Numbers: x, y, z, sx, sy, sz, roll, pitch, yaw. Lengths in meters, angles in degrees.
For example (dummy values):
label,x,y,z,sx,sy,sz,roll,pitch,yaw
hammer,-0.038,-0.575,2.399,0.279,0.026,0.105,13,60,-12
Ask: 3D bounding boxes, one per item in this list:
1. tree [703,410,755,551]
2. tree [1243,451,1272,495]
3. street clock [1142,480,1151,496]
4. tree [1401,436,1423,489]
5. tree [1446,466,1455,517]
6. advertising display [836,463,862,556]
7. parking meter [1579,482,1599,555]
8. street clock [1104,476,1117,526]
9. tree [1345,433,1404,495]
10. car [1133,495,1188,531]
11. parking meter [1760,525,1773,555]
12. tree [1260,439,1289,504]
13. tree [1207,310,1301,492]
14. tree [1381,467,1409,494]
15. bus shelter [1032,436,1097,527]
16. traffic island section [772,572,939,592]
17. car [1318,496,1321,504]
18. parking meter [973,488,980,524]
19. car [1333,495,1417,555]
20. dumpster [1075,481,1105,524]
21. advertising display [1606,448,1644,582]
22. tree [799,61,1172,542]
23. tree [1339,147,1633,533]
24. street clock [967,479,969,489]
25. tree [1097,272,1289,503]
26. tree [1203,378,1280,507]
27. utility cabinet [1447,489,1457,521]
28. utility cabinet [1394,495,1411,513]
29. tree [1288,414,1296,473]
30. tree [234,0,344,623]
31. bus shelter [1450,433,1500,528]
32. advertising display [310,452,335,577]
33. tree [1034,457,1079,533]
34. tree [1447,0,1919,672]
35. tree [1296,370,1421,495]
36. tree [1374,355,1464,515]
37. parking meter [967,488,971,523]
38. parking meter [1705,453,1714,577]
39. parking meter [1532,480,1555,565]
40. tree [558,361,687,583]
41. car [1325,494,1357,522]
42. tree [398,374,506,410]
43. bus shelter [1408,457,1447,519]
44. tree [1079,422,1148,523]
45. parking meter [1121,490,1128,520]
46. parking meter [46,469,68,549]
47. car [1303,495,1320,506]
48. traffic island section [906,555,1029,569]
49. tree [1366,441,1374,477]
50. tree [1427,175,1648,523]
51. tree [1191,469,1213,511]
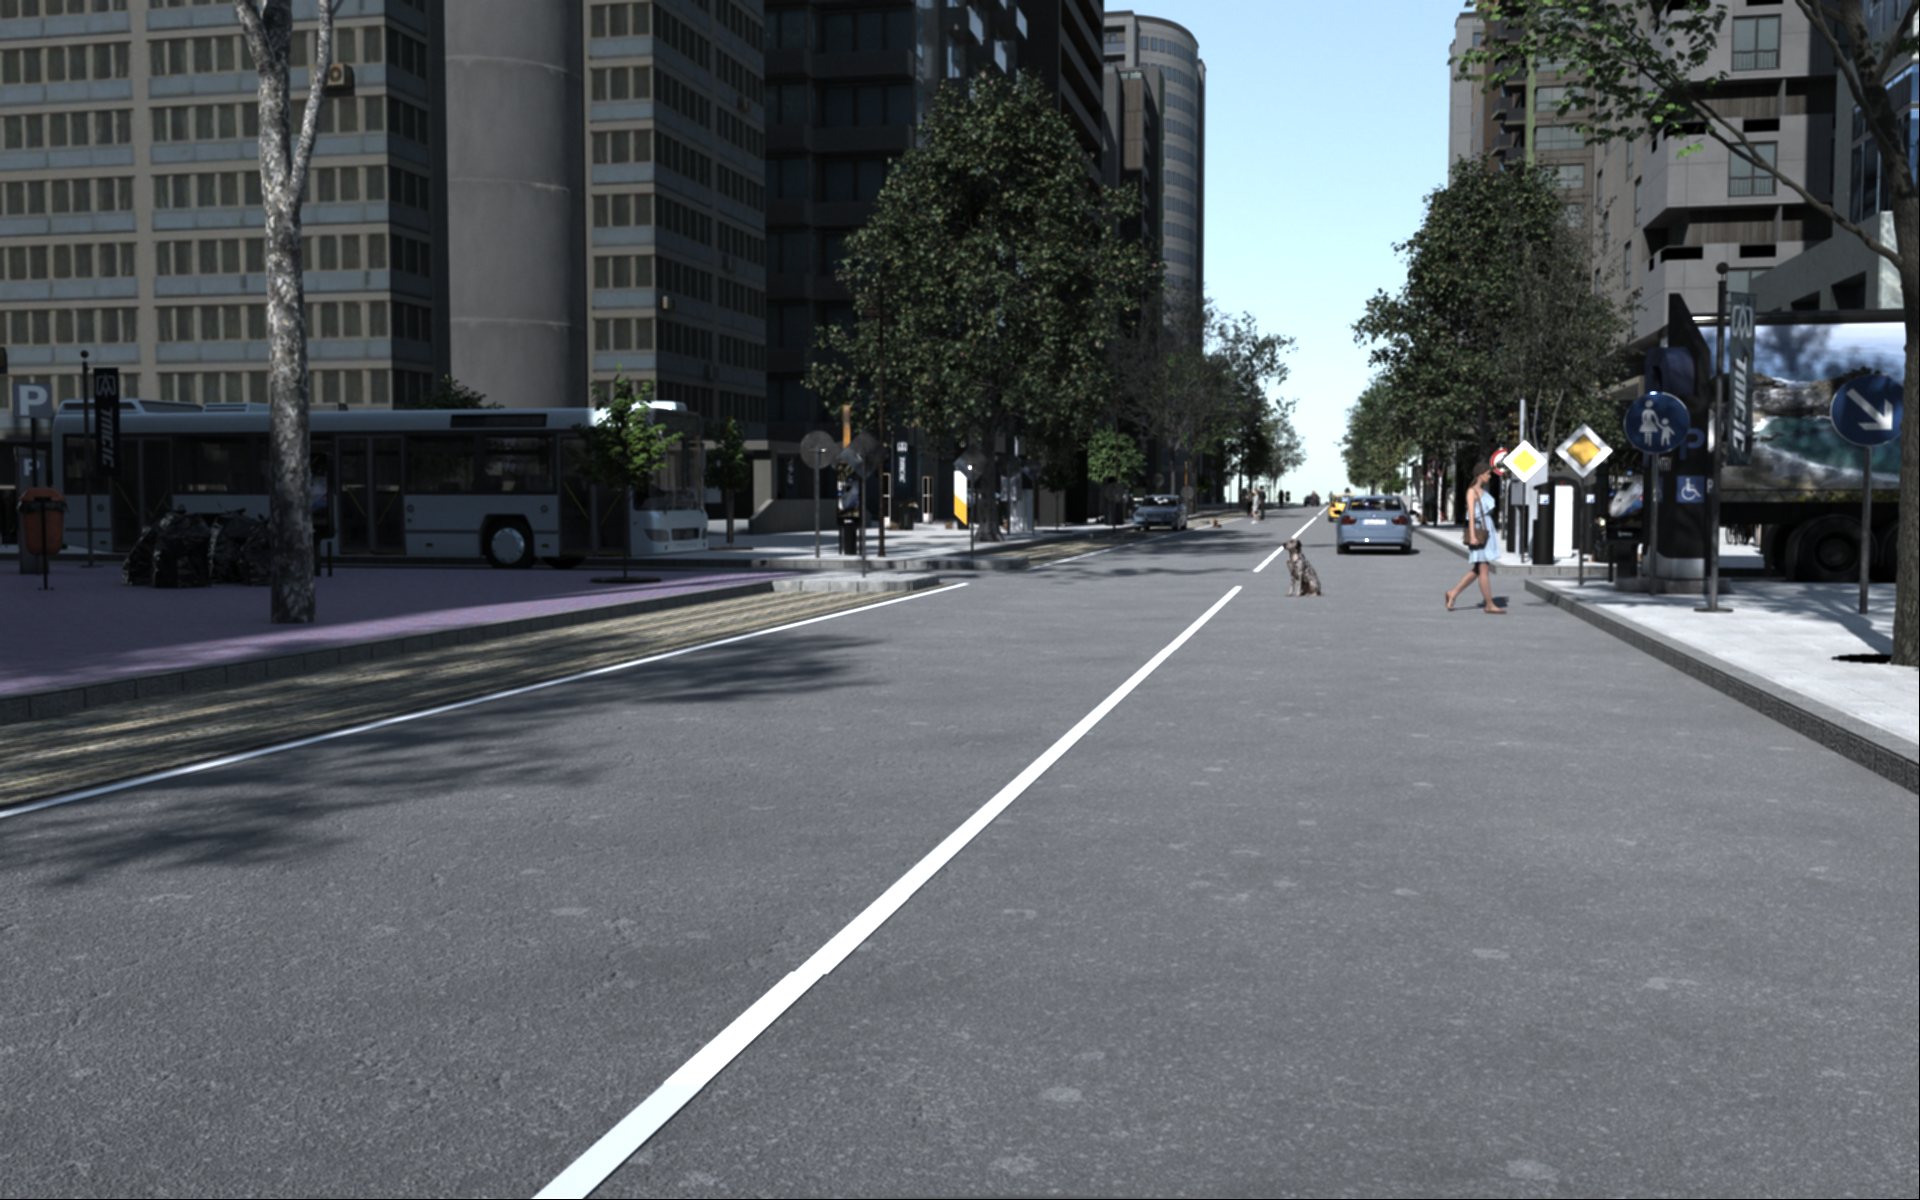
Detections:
label,x,y,z,sx,sy,sz,roll,pitch,yaw
tree,-5.221,-2.768,39.853,1.663,3.219,1.824,0,3,0
tree,36.126,-15.988,211.769,4.737,8.622,4.395,0,3,0
street clock,9.260,-4.992,86.183,0.358,2.002,0.471,-2,4,-25
tree,21.077,-7.691,76.106,4.360,8.622,3.978,0,3,0
tree,26.805,-6.251,96.807,1.663,3.219,1.824,0,3,0
advertising display,-2.302,-1.905,36.356,0.123,1.923,0.974,-2,4,-33
parking meter,13.389,-1.741,36.882,0.372,1.533,0.369,0,3,0
street clock,6.085,-4.009,70.120,0.471,2.002,0.358,-2,4,-35
tree,52.030,-18.181,215.379,7.486,12.596,7.792,0,3,0
car,7.940,-3.444,68.319,2.014,1.417,4.499,1,4,14
parking meter,17.089,-1.719,36.515,0.372,1.533,0.369,0,3,0
tree,44.515,-18.027,245.109,4.360,8.622,3.978,0,3,0
tree,29.509,-19.921,181.601,12.611,20.169,13.585,0,3,0
tree,31.461,-7.966,124.843,1.663,3.219,1.824,0,3,0
bus shelter,4.262,-4.828,70.224,1.731,3.624,6.357,1,4,12
traffic island section,-1.498,-0.265,26.617,2.009,0.180,2.903,1,4,12
car,49.287,-13.986,241.257,1.945,1.354,3.894,1,4,12
parking meter,0.828,-3.984,73.554,0.372,1.533,0.369,0,3,0
car,10.128,-1.852,42.283,2.014,1.417,4.499,1,4,14
dumpster,5.630,-4.279,75.712,1.264,1.857,1.865,1,4,12
advertising display,9.530,-1.192,24.699,0.123,1.923,0.974,-1,4,-10
tree,0.774,-7.902,46.213,9.611,12.733,9.660,0,3,0
tree,17.533,-8.587,57.413,9.611,12.733,9.660,0,3,0
street clock,0.291,-4.696,81.349,0.358,2.002,0.471,0,4,3
tree,11.892,-11.376,96.368,12.009,13.543,11.850,0,3,0
tree,27.723,-15.320,168.607,7.486,12.596,7.792,0,3,0
utility cabinet,24.445,-4.647,84.658,0.318,1.500,1.173,-1,4,-21
utility cabinet,26.510,-5.662,103.734,1.020,1.237,0.306,-2,4,-23
tree,46.319,-21.036,254.306,12.009,13.543,11.850,0,3,0
tree,-7.891,-9.787,15.908,12.611,20.169,13.585,0,3,0
bus shelter,20.375,-4.740,68.775,1.731,3.624,6.357,1,4,13
advertising display,-10.169,-1.334,27.025,0.974,1.923,0.123,2,4,24
tree,3.097,-3.842,57.418,1.663,3.219,1.824,0,3,0
tree,7.193,-5.326,12.842,9.928,11.665,9.643,0,3,0
tree,41.955,-15.917,170.609,12.009,13.543,11.850,0,3,0
tree,23.010,-8.252,85.280,4.737,8.622,4.395,0,3,0
parking meter,0.488,-4.147,76.216,0.372,1.533,0.369,0,3,0
parking meter,10.490,-1.152,24.552,0.399,1.863,0.255,-3,4,-39
parking meter,10.555,-1.401,31.314,0.372,1.533,0.369,0,3,0
tree,-4.962,-1.885,25.417,1.663,3.219,1.824,0,3,0
car,19.979,-4.867,89.801,2.015,1.641,3.980,1,4,11
tree,-13.883,-3.893,47.364,4.285,4.588,4.351,0,3,0
bus shelter,24.693,-5.950,91.211,2.014,3.302,5.546,1,4,12
tree,6.833,-5.796,78.481,4.285,4.588,4.351,0,3,0
parking meter,8.226,-4.778,86.525,0.372,1.533,0.369,0,3,0
parking meter,-20.900,-2.105,40.129,0.399,1.863,0.255,-1,4,-15
car,42.445,-12.019,209.088,1.945,1.354,3.894,1,4,13
traffic island section,0.221,-0.742,34.415,2.009,0.180,2.903,1,4,12
tree,36.754,-12.036,147.158,4.737,8.622,4.395,0,3,0
tree,14.009,-5.550,41.105,4.360,8.622,3.978,0,3,0
tree,18.625,-8.490,133.414,1.663,3.219,1.824,0,3,0
